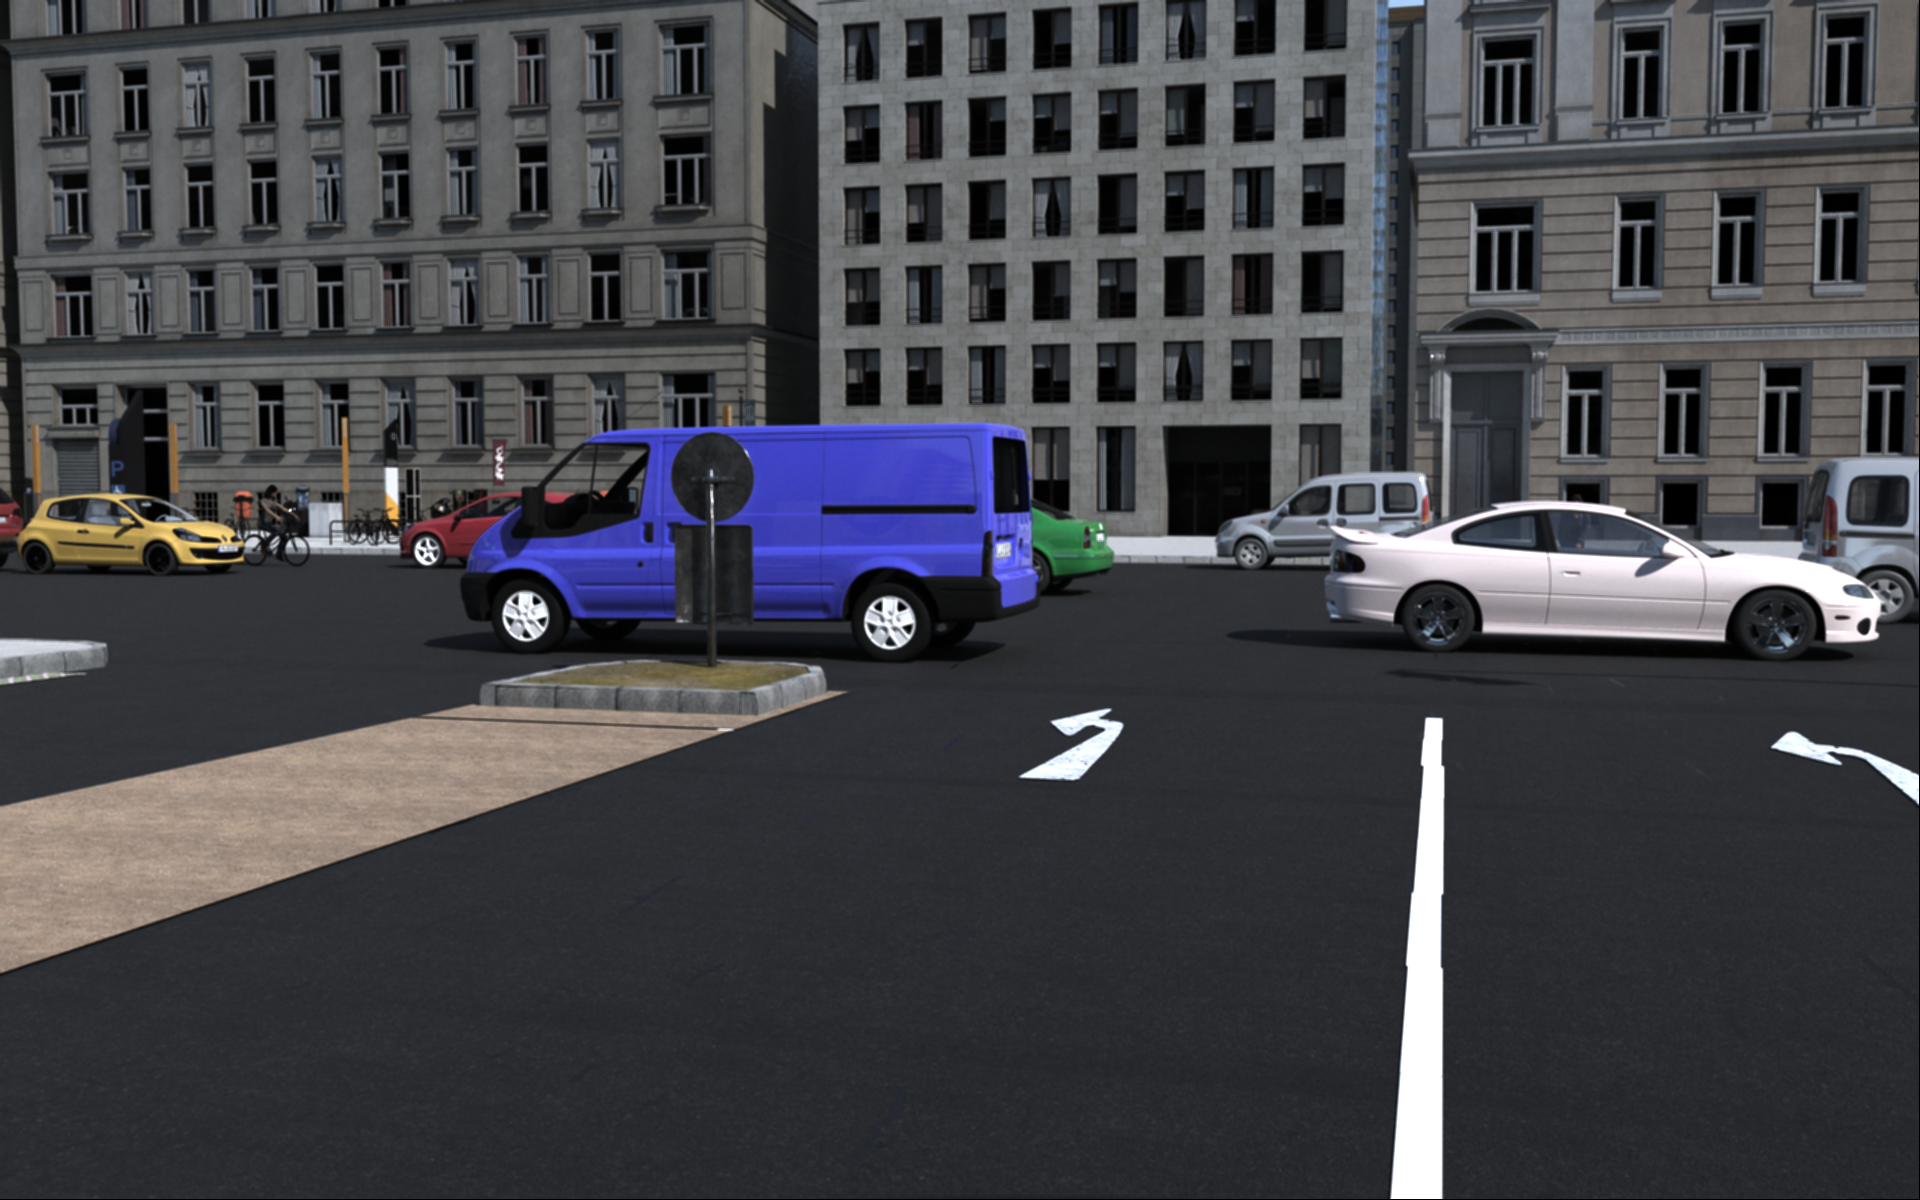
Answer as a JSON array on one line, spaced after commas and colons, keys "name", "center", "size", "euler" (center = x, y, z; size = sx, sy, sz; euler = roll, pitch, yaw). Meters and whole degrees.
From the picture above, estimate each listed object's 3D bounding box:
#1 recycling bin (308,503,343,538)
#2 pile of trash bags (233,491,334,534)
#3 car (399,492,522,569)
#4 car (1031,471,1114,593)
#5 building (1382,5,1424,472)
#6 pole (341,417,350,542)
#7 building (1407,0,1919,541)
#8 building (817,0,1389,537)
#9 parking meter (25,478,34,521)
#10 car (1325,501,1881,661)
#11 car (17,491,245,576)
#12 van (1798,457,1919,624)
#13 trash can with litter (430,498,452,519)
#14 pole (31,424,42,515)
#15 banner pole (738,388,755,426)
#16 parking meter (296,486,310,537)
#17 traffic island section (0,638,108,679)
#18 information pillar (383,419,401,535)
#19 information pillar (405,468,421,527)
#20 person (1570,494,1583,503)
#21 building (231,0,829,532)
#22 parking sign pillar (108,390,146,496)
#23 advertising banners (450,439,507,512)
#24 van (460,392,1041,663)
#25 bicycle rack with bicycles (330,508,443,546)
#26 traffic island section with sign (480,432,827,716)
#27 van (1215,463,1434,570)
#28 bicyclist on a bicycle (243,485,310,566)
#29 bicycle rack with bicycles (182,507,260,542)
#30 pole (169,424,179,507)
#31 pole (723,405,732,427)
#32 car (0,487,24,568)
[{"name": "recycling bin", "center": [-18.747, -2.363, 51.190], "size": [0.722, 1.027, 0.722], "euler": [1, 4, 10]}, {"name": "pile of trash bags", "center": [-22.007, -2.874, 56.740], "size": [3.447, 1.369, 1.912], "euler": [0, 4, -7]}, {"name": "car", "center": [-8.748, -1.509, 33.705], "size": [4.494, 1.783, 2.155], "euler": [1, 4, 15]}, {"name": "car", "center": [-0.132, -1.011, 25.329], "size": [4.718, 1.807, 1.959], "euler": [1, 4, 16]}, {"name": "building", "center": [45.950, -41.214, 215.843], "size": [28.212, 58.520, 21.231], "euler": [1, 4, 16]}, {"name": "pole", "center": [-16.341, -3.195, 46.081], "size": [0.158, 3.312, 0.155], "euler": [0, 3, 0]}, {"name": "building", "center": [23.906, -16.276, 52.013], "size": [20.117, 28.700, 13.634], "euler": [1, 4, 16]}, {"name": "building", "center": [5.098, -12.348, 56.638], "size": [16.860, 20.320, 10.420], "euler": [1, 4, 16]}, {"name": "parking meter", "center": [-32.845, -3.401, 61.317], "size": [0.399, 1.863, 0.255], "euler": [1, 4, 10]}, {"name": "car", "center": [5.852, -0.228, 16.084], "size": [4.827, 1.381, 2.083], "euler": [1, 4, 17]}, {"name": "car", "center": [-14.970, -1.294, 31.377], "size": [3.980, 1.641, 2.015], "euler": [1, 4, 14]}, {"name": "van", "center": [11.669, -0.755, 19.352], "size": [4.112, 2.044, 2.013], "euler": [1, 4, 17]}, {"name": "trash can with litter", "center": [-14.812, -2.284, 48.729], "size": [1.055, 1.170, 0.624], "euler": [1, 4, 22]}, {"name": "pole", "center": [-27.093, -3.485, 50.826], "size": [0.158, 3.312, 0.155], "euler": [0, 3, 0]}, {"name": "banner pole", "center": [-5.019, -3.103, 40.747], "size": [0.401, 3.779, 0.863], "euler": [-3, 4, -37]}, {"name": "parking meter", "center": [-19.668, -2.658, 51.866], "size": [0.372, 1.533, 0.369], "euler": [0, 3, 0]}, {"name": "traffic island section", "center": [-8.296, 0.520, 13.784], "size": [2.009, 0.180, 2.903], "euler": [1, 4, 16]}, {"name": "information pillar", "center": [-17.623, -3.813, 53.689], "size": [0.183, 3.616, 0.504], "euler": [2, 4, 31]}, {"name": "information pillar", "center": [-15.474, -2.723, 49.011], "size": [0.304, 2.012, 0.304], "euler": [1, 4, 15]}, {"name": "person", "center": [8.885, -0.816, 25.071], "size": [0.421, 1.427, 0.697], "euler": [1, 4, 12]}, {"name": "building", "center": [-18.380, -14.206, 65.546], "size": [30.059, 22.955, 16.112], "euler": [1, 4, 16]}, {"name": "parking sign pillar", "center": [-21.321, -3.417, 44.342], "size": [1.447, 3.967, 1.447], "euler": [0, 4, -5]}, {"name": "advertising banners", "center": [-15.215, -3.588, 54.854], "size": [0.090, 3.025, 2.074], "euler": [3, 5, 42]}, {"name": "van", "center": [-1.967, -0.705, 15.905], "size": [5.245, 2.365, 2.240], "euler": [1, 4, 14]}, {"name": "bicycle rack with bicycles", "center": [-14.697, -1.877, 44.073], "size": [2.925, 0.926, 2.852], "euler": [2, 4, 34]}, {"name": "traffic island section with sign", "center": [-2.003, -0.253, 12.277], "size": [2.006, 1.907, 1.989], "euler": [1, 4, 16]}, {"name": "van", "center": [6.929, -1.586, 32.946], "size": [4.112, 2.044, 2.013], "euler": [1, 4, 17]}, {"name": "bicyclist on a bicycle", "center": [-13.620, -1.493, 34.439], "size": [1.625, 1.676, 1.499], "euler": [1, 4, 17]}, {"name": "bicycle rack with bicycles", "center": [-20.308, -2.051, 46.908], "size": [2.852, 0.926, 2.925], "euler": [0, 4, -8]}, {"name": "pole", "center": [-22.739, -3.443, 50.140], "size": [0.158, 3.312, 0.155], "euler": [0, 3, 0]}, {"name": "pole", "center": [-5.340, -2.813, 39.829], "size": [0.158, 3.312, 0.155], "euler": [0, 3, 0]}, {"name": "car", "center": [-19.981, -1.434, 32.126], "size": [5.304, 1.827, 2.281], "euler": [1, 4, 15]}]
